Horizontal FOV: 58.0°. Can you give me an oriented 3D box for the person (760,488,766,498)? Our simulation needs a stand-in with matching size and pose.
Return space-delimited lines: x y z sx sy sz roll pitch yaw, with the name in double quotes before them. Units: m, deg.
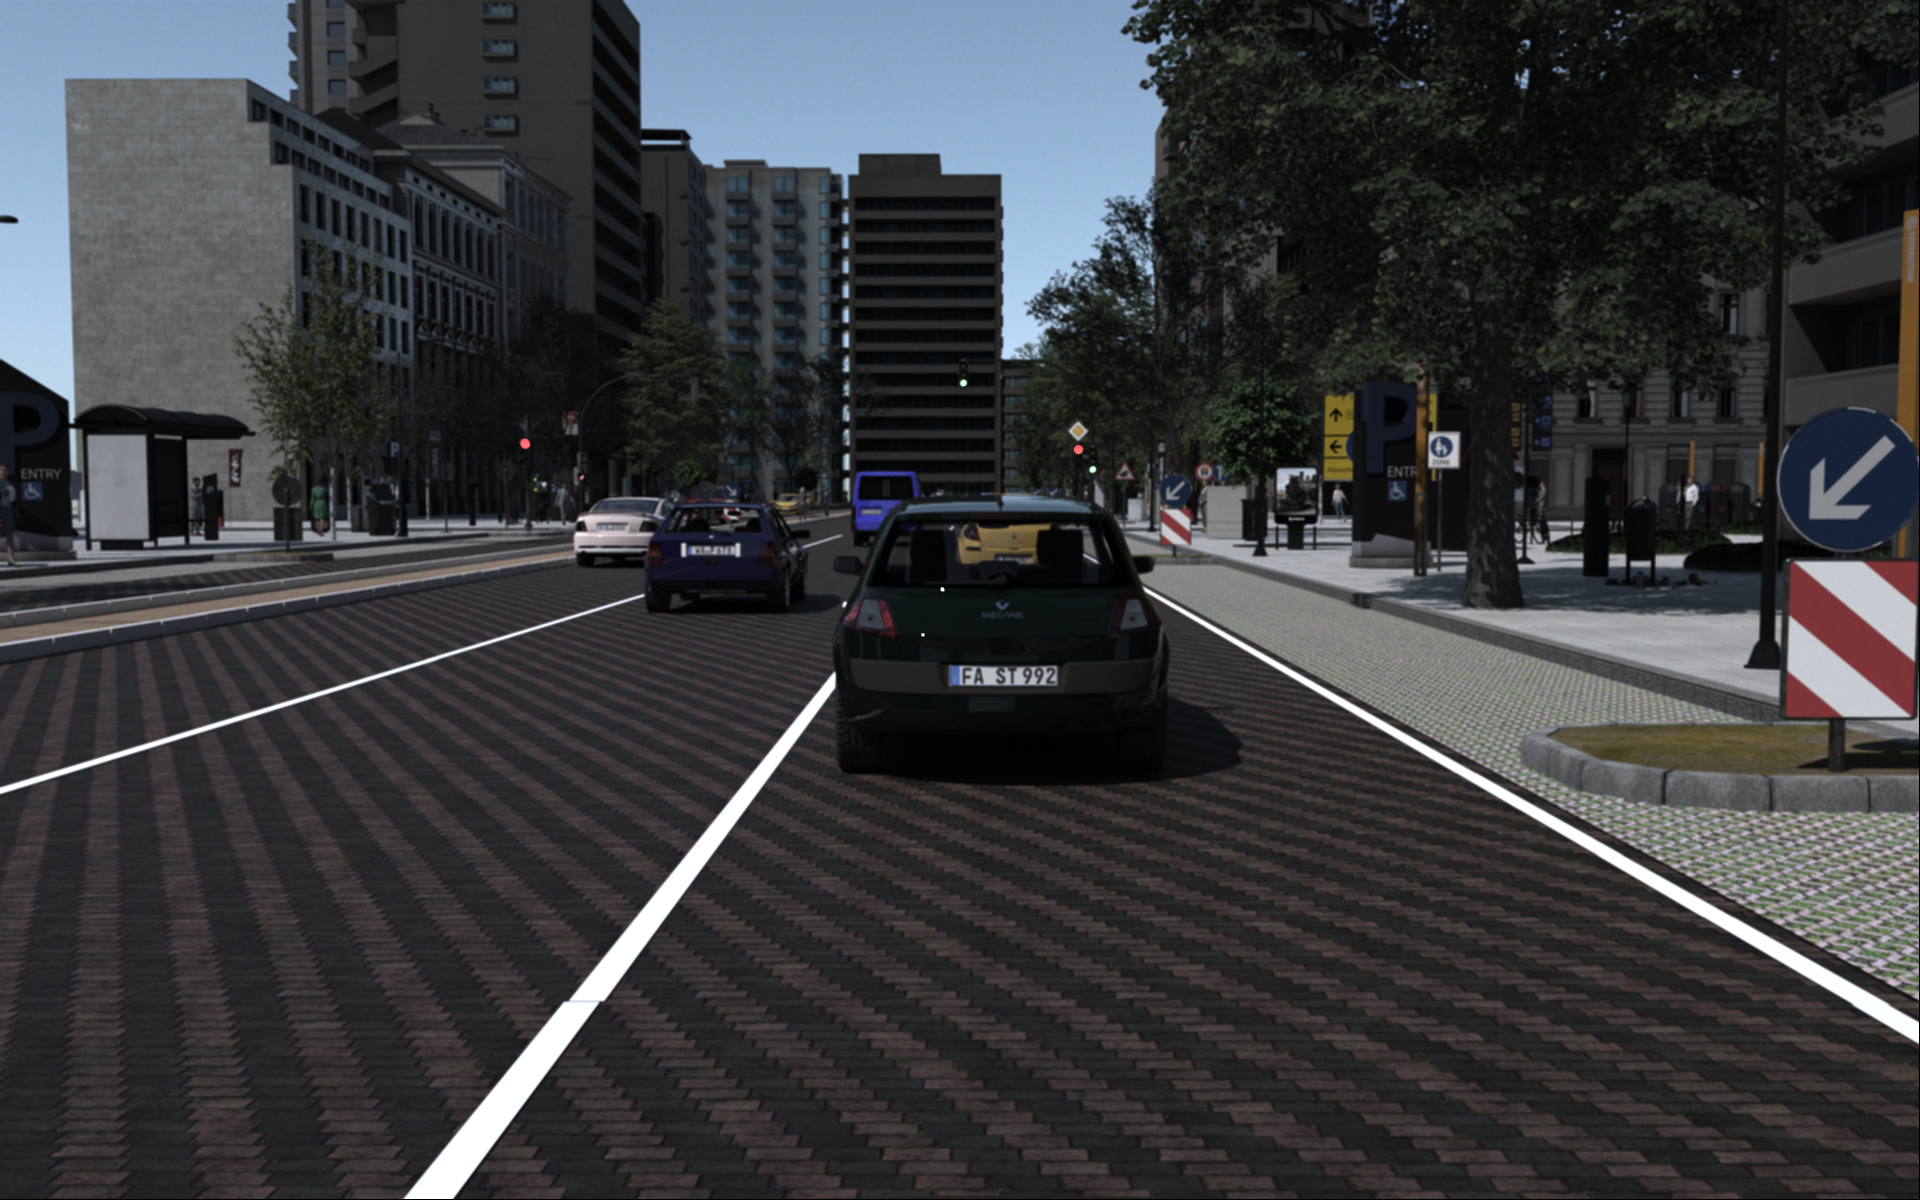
"person" -18.374 -9.346 158.868 1.348 1.821 0.705 -2 4 -33

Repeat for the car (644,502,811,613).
"car" -2.937 -0.593 22.284 1.945 1.354 3.894 0 3 0

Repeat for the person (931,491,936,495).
"person" -2.634 -9.868 170.285 0.683 1.767 0.568 1 4 18

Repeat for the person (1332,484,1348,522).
"person" 17.577 -4.467 79.757 0.731 1.740 0.598 -2 4 -24

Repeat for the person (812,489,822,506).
"person" -15.787 -11.232 189.694 1.348 1.824 0.705 -1 4 -12

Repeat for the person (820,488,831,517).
"person" -7.949 -5.719 102.179 0.661 1.801 0.590 2 4 34

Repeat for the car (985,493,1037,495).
"car" 0.822 -1.116 28.473 2.015 1.641 3.980 0 4 0

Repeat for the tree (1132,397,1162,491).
"tree" 14.807 -10.474 121.610 4.737 8.622 4.395 0 3 0

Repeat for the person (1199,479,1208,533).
"person" 8.122 -3.146 57.762 0.520 1.790 0.573 3 4 39

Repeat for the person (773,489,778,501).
"person" -19.545 -10.811 183.255 0.683 1.767 0.568 2 4 25

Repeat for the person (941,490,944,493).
"person" -1.421 -8.035 140.056 0.728 1.800 0.709 0 4 6

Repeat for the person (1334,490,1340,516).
"person" 21.395 -5.618 98.120 0.478 1.798 0.641 1 4 8

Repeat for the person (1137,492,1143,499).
"person" 22.887 -12.886 220.116 0.756 1.711 0.436 1 4 18

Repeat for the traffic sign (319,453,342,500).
"traffic sign" -19.419 -3.262 53.447 0.768 2.556 0.104 1 4 10

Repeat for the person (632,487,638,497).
"person" -24.868 -7.723 132.278 0.622 1.834 0.822 1 4 23

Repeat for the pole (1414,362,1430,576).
"pole" 7.193 -2.026 26.965 0.158 3.312 0.155 0 3 0

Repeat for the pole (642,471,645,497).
"pole" -19.964 -7.063 109.327 0.158 3.312 0.155 0 3 0

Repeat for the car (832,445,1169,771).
"car" 0.210 -0.034 10.339 2.009 1.686 4.222 0 3 0

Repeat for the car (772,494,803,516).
"car" -11.172 -6.283 112.950 2.015 1.641 3.980 0 3 0

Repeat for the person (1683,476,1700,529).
"person" 22.570 -2.898 53.524 0.850 1.850 0.679 -1 4 -15

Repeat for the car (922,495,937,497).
"car" -1.752 -5.611 104.096 2.083 1.381 4.827 0 4 2

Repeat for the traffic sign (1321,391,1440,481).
"traffic sign" 8.343 -2.482 34.460 2.265 3.308 0.079 1 4 8

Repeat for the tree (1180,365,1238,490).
"tree" 14.589 -8.931 96.384 4.360 8.622 3.978 0 3 0

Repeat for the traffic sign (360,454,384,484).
"traffic sign" -18.717 -3.367 55.151 0.768 2.556 0.104 0 4 1

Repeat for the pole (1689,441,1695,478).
"pole" 28.149 -4.453 66.655 0.158 3.312 0.155 0 3 0

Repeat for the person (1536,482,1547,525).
"person" 24.224 -4.040 72.372 0.573 1.790 0.520 0 4 -7

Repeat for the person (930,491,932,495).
"person" -3.244 -11.076 190.037 0.683 1.767 0.568 0 4 -8

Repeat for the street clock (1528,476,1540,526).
"street clock" 22.789 -3.933 68.881 0.358 2.002 0.471 -3 5 -44

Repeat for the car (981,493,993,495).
"car" 2.212 -7.844 137.840 1.945 1.707 3.694 0 4 1

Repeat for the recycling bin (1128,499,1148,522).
"recycling bin" 8.337 -4.200 81.226 0.722 1.027 0.722 2 4 30

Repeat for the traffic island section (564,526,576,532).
"traffic island section" -14.588 -2.725 66.829 2.009 0.180 2.903 0 4 1

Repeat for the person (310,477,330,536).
"person" -19.567 -2.853 52.938 0.600 1.795 0.529 -1 4 -15

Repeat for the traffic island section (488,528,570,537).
"traffic island section" -14.671 -2.236 58.844 2.009 0.180 2.903 0 4 1

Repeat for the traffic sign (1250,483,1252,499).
"traffic sign" 9.457 -3.438 56.322 0.768 2.556 0.104 0 4 8

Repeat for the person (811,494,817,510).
"person" -13.308 -8.753 154.870 1.065 1.426 0.557 1 4 9

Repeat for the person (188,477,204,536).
"person" -23.346 -2.862 53.024 0.466 1.800 0.511 0 4 6

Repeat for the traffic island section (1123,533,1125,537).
"traffic island section" 4.470 -2.224 58.643 2.009 0.180 2.903 0 4 1

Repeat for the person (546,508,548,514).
"person" -26.694 -6.416 111.126 0.590 1.801 0.661 -1 4 -13

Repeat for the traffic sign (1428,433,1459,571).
"traffic sign" 7.948 -1.623 28.669 0.606 2.300 0.079 0 4 7

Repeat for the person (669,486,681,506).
"person" -14.447 -4.842 87.760 0.850 1.850 0.679 3 5 45

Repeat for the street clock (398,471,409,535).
"street clock" -17.356 -3.026 54.050 0.358 2.002 0.471 -1 4 -10

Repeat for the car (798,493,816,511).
"car" -13.586 -8.593 150.713 2.015 1.641 3.980 0 4 1

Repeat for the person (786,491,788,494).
"person" -21.028 -12.411 209.757 0.445 1.727 0.742 -3 5 -39

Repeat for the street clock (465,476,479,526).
"street clock" -19.748 -4.009 70.120 0.471 2.002 0.358 -3 5 -45

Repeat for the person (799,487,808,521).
"person" -8.096 -4.968 89.904 0.526 1.800 0.537 0 4 -8

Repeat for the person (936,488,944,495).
"person" -1.399 -6.917 121.433 0.661 1.843 0.795 1 4 15

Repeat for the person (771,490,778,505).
"person" -22.162 -12.247 206.794 0.721 1.766 1.217 2 4 34

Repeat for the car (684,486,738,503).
"car" -11.535 -4.390 80.444 2.281 1.827 5.304 0 4 2

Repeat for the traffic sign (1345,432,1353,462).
"traffic sign" 7.654 -1.995 32.719 0.768 2.556 0.104 0 4 6

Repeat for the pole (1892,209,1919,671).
"pole" 6.895 -1.143 12.534 0.158 3.312 0.155 0 3 0

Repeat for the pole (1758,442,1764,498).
"pole" 31.496 -4.544 68.139 0.158 3.312 0.155 0 3 0

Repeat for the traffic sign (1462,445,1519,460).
"traffic sign" 8.364 -1.673 27.353 0.884 2.594 0.081 0 4 6

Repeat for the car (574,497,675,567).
"car" -6.575 -1.419 35.565 2.083 1.381 4.827 0 4 2

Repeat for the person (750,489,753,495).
"person" -17.854 -8.622 147.713 0.721 1.736 1.217 1 4 8

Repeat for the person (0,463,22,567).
"person" -16.747 -1.482 30.300 0.654 1.822 0.581 1 4 23

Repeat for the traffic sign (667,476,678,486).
"traffic sign" -18.878 -6.951 113.752 0.768 2.556 0.104 0 4 3

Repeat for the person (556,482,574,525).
"person" -16.362 -3.995 71.634 0.678 1.792 0.850 -2 4 -27
